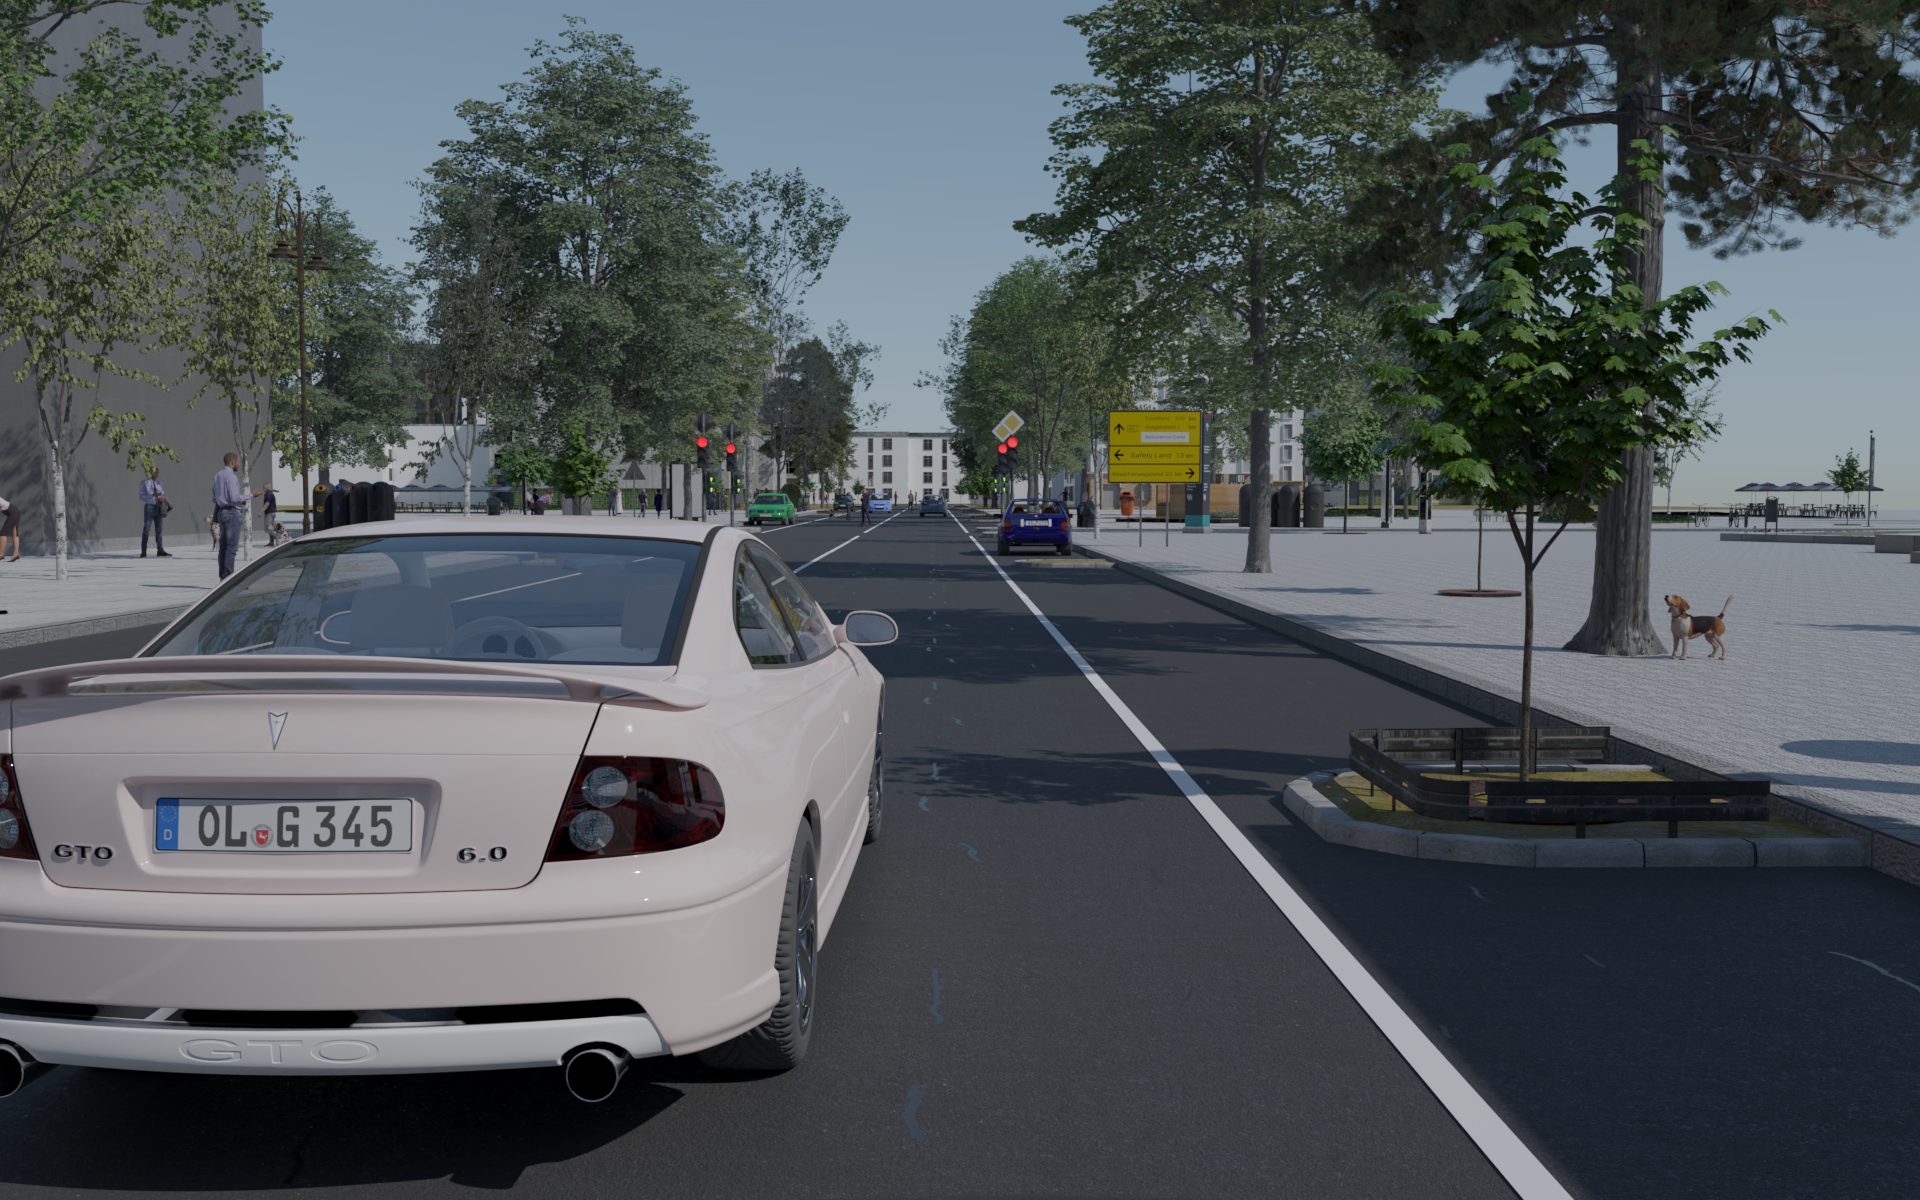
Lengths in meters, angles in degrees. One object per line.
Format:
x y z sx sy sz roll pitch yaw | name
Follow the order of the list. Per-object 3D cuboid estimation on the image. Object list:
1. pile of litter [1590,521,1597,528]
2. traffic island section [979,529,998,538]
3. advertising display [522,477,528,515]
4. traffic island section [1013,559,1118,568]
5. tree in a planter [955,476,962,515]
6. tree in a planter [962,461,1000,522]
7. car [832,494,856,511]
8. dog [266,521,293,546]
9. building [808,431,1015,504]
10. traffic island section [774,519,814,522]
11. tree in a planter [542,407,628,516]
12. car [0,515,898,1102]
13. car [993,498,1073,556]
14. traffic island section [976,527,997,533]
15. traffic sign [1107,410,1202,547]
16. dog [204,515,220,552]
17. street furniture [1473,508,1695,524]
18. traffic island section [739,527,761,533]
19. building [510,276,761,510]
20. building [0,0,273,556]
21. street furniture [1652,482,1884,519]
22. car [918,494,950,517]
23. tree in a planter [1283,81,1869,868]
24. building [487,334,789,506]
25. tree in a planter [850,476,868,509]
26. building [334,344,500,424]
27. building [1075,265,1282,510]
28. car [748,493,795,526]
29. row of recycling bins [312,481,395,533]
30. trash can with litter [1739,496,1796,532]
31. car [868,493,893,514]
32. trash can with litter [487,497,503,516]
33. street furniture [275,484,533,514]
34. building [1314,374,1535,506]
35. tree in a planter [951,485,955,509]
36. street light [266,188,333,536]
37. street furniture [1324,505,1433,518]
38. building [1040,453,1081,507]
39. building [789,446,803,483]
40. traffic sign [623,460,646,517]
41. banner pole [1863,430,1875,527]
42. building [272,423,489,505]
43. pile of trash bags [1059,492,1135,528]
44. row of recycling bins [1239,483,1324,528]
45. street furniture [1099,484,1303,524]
24.796 -3.209 66.435 1.719 0.858 1.176 -2 4 -23 | pile of litter
1.746 -2.156 57.527 2.009 0.180 2.903 0 4 -1 | traffic island section
-16.485 -3.696 65.640 0.123 1.923 0.974 -1 4 -11 | advertising display
2.080 -0.728 34.767 1.991 0.108 1.994 0 4 -1 | traffic island section
0.826 -7.367 117.673 1.991 3.239 1.994 0 4 -1 | tree in a planter
1.235 -5.719 90.732 1.991 3.239 1.994 0 4 -1 | tree in a planter
-9.692 -8.271 145.020 2.009 1.686 4.222 0 4 -1 | car
-11.444 -0.941 29.765 0.800 0.831 0.513 2 4 29 | dog
-7.066 -18.013 236.652 28.070 9.664 9.099 0 4 -1 | building
-8.669 -4.153 90.774 1.991 0.108 1.994 0 4 -1 | traffic island section
-7.845 -2.353 35.690 1.991 3.239 1.994 0 4 -1 | tree in a planter
-1.274 0.407 5.706 2.083 1.381 4.827 0 4 1 | car
1.766 -1.775 41.604 1.945 1.354 3.894 0 4 1 | car
1.625 -2.644 65.511 2.009 0.180 2.903 0 4 -1 | traffic island section
4.701 -2.938 41.906 2.265 3.308 0.079 0 4 1 | traffic sign
-16.358 -1.483 38.620 0.800 0.831 0.513 0 4 -7 | dog
27.680 -3.813 77.972 5.734 0.657 10.072 -1 4 -20 | street furniture
-8.615 -2.635 65.362 2.009 0.180 2.903 0 4 -1 | traffic island section
-28.266 -17.745 156.595 16.747 18.905 31.486 0 4 -1 | building
-33.916 -13.621 41.776 30.058 24.678 14.314 0 4 -1 | building
43.589 -6.001 103.140 14.083 1.986 27.439 0 4 7 | street furniture
-1.672 -6.018 110.390 2.014 1.417 4.499 0 4 0 | car
2.493 -0.631 7.544 1.991 3.239 1.994 0 4 -1 | tree in a planter
-36.584 -20.389 199.814 31.486 18.905 16.747 0 4 -1 | building
-9.838 -10.388 167.066 1.991 3.239 1.994 0 4 -1 | tree in a planter
-69.060 -24.574 245.759 32.646 21.610 27.936 0 4 -1 | building
17.970 -17.801 147.468 16.016 20.091 11.380 0 4 -1 | building
-8.707 -4.358 80.056 1.959 1.807 4.718 0 4 1 | car
-19.882 -3.039 56.793 3.534 1.692 1.069 2 4 31 | row of recycling bins
27.160 -2.843 57.544 1.678 1.210 2.233 -1 4 -16 | trash can with litter
-5.936 -7.280 128.624 1.945 1.707 3.694 0 4 -1 | car
-17.500 -3.296 65.282 0.624 1.170 1.055 -1 4 -20 | trash can with litter
-41.506 -6.856 117.130 27.439 1.986 14.083 3 5 41 | street furniture
58.705 -20.480 201.310 31.486 18.905 16.747 0 4 -1 | building
0.081 -10.398 167.225 1.991 3.239 1.994 0 4 -1 | tree in a planter
-10.061 -3.287 26.533 0.468 5.910 1.993 0 4 -1 | street light
23.243 -5.046 98.135 5.734 0.657 10.072 0 4 7 | street furniture
14.782 -15.493 195.450 9.099 9.664 28.070 0 4 -1 | building
-36.896 -22.823 239.619 31.486 18.905 16.747 0 4 -1 | building
-12.245 -3.982 65.106 0.884 2.594 0.081 0 4 3 | traffic sign
35.486 -4.735 67.433 0.401 3.779 0.863 1 4 16 | banner pole
-66.420 -15.980 203.415 28.070 9.664 9.099 0 4 -1 | building
5.015 -3.465 66.405 3.447 1.369 1.912 1 4 16 | pile of trash bags
12.330 -3.637 66.576 3.534 1.692 1.069 3 4 36 | row of recycling bins
12.383 -4.409 78.934 11.010 1.723 9.812 -3 5 -43 | street furniture
